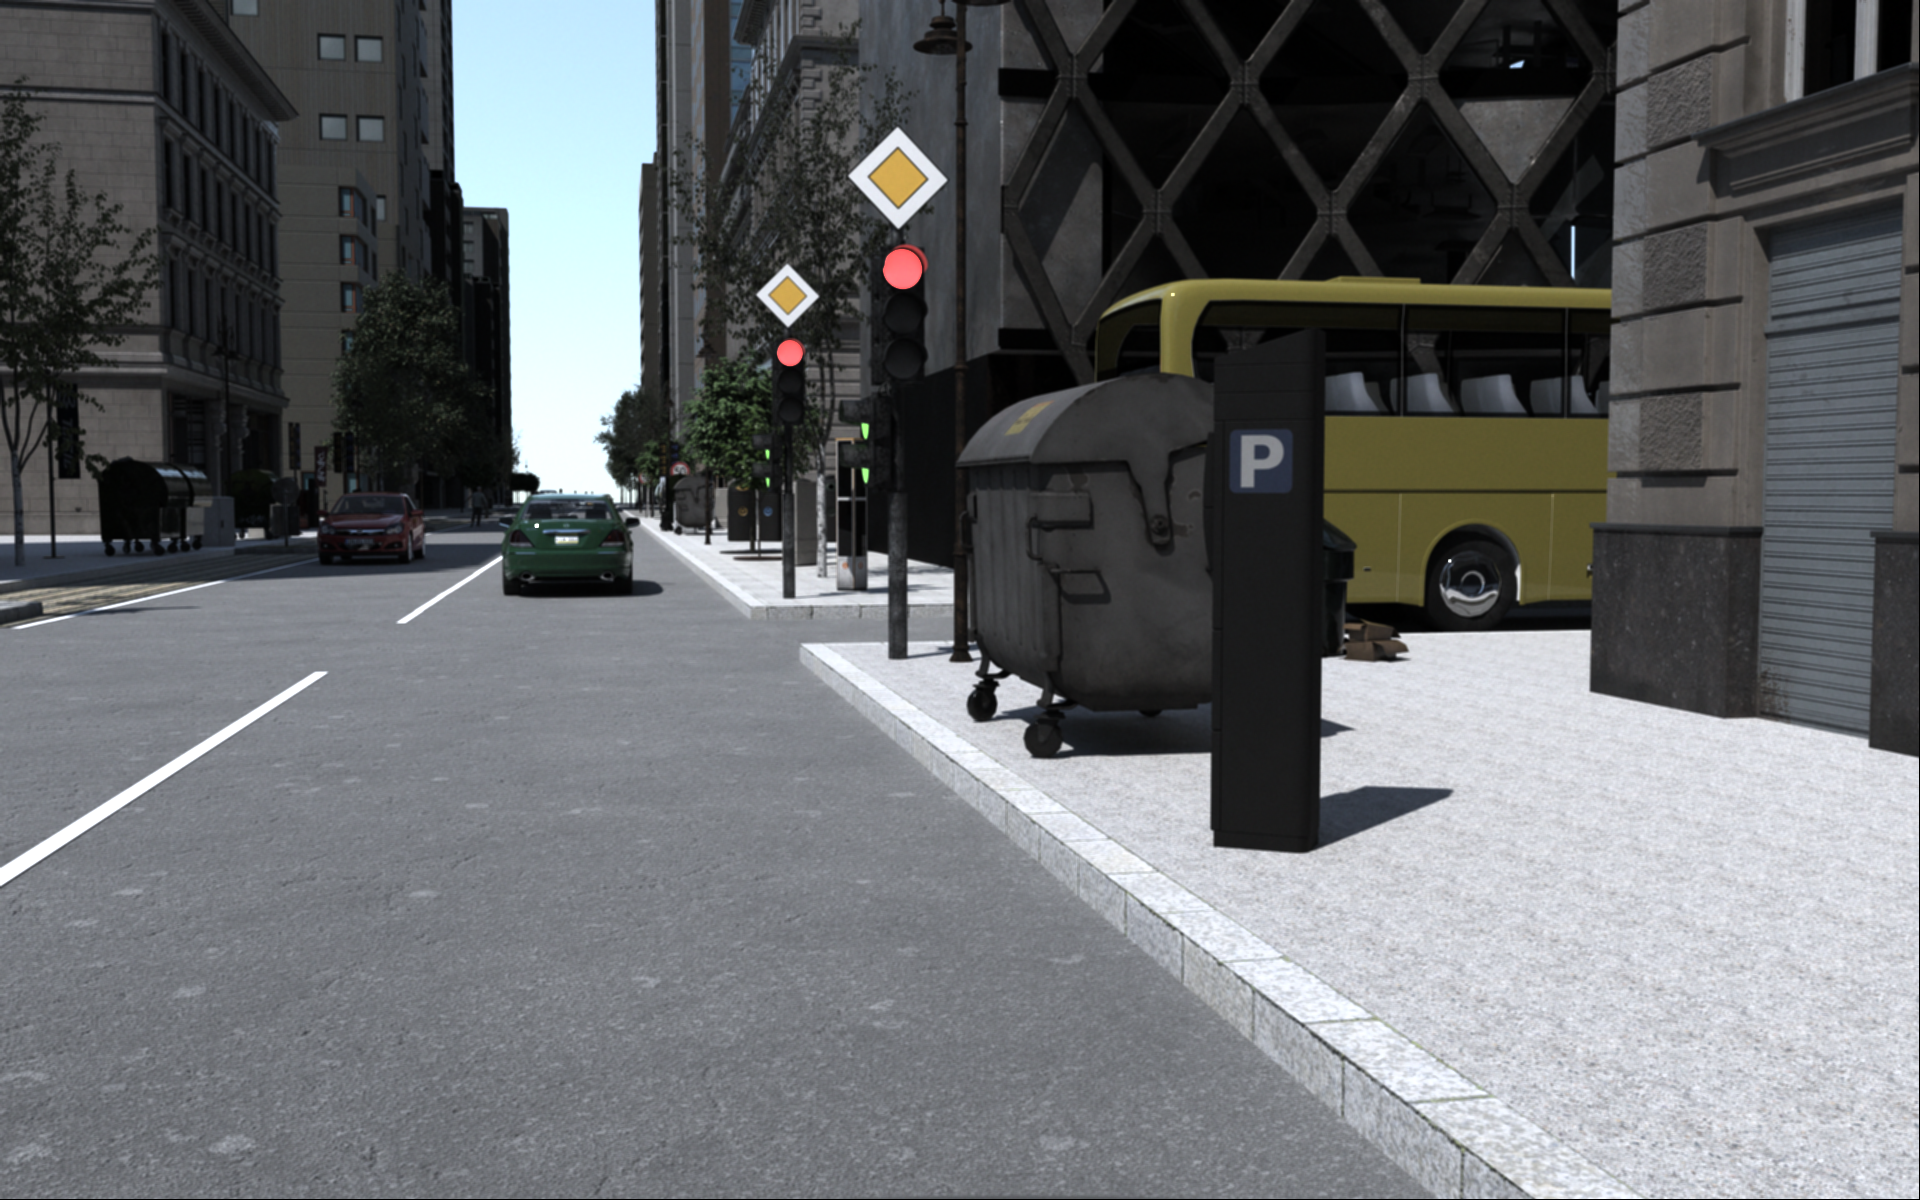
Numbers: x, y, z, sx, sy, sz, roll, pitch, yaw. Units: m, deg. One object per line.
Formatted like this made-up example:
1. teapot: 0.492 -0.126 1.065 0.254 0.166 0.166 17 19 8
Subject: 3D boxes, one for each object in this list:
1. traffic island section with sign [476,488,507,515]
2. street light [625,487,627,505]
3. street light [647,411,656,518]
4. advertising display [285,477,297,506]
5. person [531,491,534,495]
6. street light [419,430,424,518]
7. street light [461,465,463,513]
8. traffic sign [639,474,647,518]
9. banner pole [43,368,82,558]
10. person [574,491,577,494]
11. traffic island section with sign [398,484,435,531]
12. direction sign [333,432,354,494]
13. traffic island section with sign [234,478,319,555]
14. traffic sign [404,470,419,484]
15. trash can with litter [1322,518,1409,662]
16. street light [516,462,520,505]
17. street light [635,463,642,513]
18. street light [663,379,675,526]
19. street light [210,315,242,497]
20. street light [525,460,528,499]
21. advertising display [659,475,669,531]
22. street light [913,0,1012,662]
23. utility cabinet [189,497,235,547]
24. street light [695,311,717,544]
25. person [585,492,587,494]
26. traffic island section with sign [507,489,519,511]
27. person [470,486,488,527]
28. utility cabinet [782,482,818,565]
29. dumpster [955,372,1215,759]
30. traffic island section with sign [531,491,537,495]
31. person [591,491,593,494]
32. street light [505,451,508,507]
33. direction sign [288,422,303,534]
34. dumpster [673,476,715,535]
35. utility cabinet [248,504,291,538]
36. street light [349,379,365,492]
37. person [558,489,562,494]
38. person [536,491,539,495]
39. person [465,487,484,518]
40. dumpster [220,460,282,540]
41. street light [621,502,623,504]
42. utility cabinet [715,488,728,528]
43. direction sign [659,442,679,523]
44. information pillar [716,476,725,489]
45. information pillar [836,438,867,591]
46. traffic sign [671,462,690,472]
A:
1. traffic island section with sign: -31.911 -6.645 117.271 1.989 1.847 2.006 -1 4 -12
2. street light: -32.226 -12.011 169.166 0.468 5.910 1.993 -1 4 -12
3. street light: -16.836 -7.446 94.538 0.468 5.910 1.993 -1 4 -12
4. advertising display: -25.712 -3.754 66.589 0.123 1.923 0.974 0 4 1
5. person: -46.022 -10.859 186.732 0.721 1.739 1.217 3 5 44
6. street light: -29.224 -7.414 94.014 0.468 5.910 1.993 -1 4 -12
7. street light: -34.298 -8.948 119.081 0.468 5.910 1.993 -1 4 -12
8. traffic sign: -16.886 -5.693 93.185 0.768 2.556 0.104 0 4 -7
9. banner pole: -17.939 -2.725 34.579 0.863 3.779 0.401 0 4 8
10. person: -43.893 -11.561 197.533 1.348 1.823 0.705 3 5 39
11. traffic island section with sign: -21.753 -3.642 68.180 1.989 1.847 2.006 -1 4 -12
12. direction sign: -22.597 -4.377 63.569 0.876 3.537 0.379 1 4 20
13. traffic island section with sign: -16.282 -2.028 41.784 1.989 1.847 2.006 -1 4 -12
14. traffic sign: -29.341 -5.663 92.688 0.768 2.556 0.104 0 4 -3
15. trash can with litter: 3.037 -0.139 13.652 1.055 1.170 0.624 3 5 45
16. street light: -51.391 -13.985 201.442 0.468 5.910 1.993 -1 4 -12
17. street light: -22.027 -8.964 119.350 0.468 5.910 1.993 -1 4 -12
18. street light: -11.657 -5.916 69.522 0.468 5.910 1.993 -1 4 -12
19. street light: -18.942 -4.406 44.829 0.468 5.910 1.993 -1 4 -12
20. street light: -56.874 -15.563 227.242 0.468 5.910 1.993 -1 4 -12
21. advertising display: -10.234 -3.347 59.945 0.123 1.923 0.974 -1 4 -22
22. street light: 0.008 -2.466 13.107 0.468 5.910 1.993 -1 4 -12
23. utility cabinet: -18.203 -1.895 42.147 0.306 1.237 1.020 3 5 41
24. street light: -6.427 -4.353 43.960 0.468 5.910 1.993 -1 4 -12
25. person: -43.023 -11.647 199.723 1.217 1.735 0.721 3 5 43
26. traffic island section with sign: -37.371 -8.259 143.669 1.989 1.847 2.006 -1 4 -12
27. person: -20.951 -4.074 75.591 0.782 1.767 0.515 0 4 5
28. utility cabinet: -2.820 -1.377 31.192 0.318 1.500 1.173 1 4 21
29. dumpster: 0.765 -0.206 9.131 1.264 1.857 1.865 -1 4 -12
30. traffic island section with sign: -48.576 -11.567 197.741 1.989 1.847 2.006 -1 4 -12
31. person: -50.766 -14.088 238.937 0.705 1.812 1.348 -1 4 -11
32. street light: -46.230 -12.450 176.340 0.468 5.910 1.993 -1 4 -12
33. direction sign: -21.129 -3.857 55.057 0.379 3.537 0.876 0 3 0
34. dumpster: -8.402 -2.997 54.767 1.264 1.857 1.865 -1 4 -12
35. utility cabinet: -20.044 -2.542 50.245 1.173 1.500 0.318 0 4 8
36. street light: -24.215 -5.924 69.650 0.468 5.910 1.993 -1 4 -12
37. person: -27.848 -6.875 120.922 1.348 1.822 0.705 0 4 -1
38. person: -29.750 -6.863 122.185 0.415 1.643 0.593 0 4 -3
39. person: -28.568 -5.723 102.077 0.705 1.824 1.348 3 4 38
40. dumpster: -19.835 -2.827 48.709 1.502 2.255 1.985 -1 4 -12
41. street light: -38.548 -13.881 199.735 0.468 5.910 1.993 -1 4 -12
42. utility cabinet: -8.536 -3.422 64.621 1.173 1.500 0.318 1 4 13
43. direction sign: -12.752 -5.132 75.908 0.876 3.537 0.379 -2 4 -25
44. information pillar: -9.751 -4.038 70.516 0.304 2.012 0.304 -1 4 -16
45. information pillar: -1.435 -1.130 22.965 0.304 2.012 0.304 2 4 34
46. traffic sign: -10.965 -4.150 67.951 0.768 2.556 0.104 0 4 -2
